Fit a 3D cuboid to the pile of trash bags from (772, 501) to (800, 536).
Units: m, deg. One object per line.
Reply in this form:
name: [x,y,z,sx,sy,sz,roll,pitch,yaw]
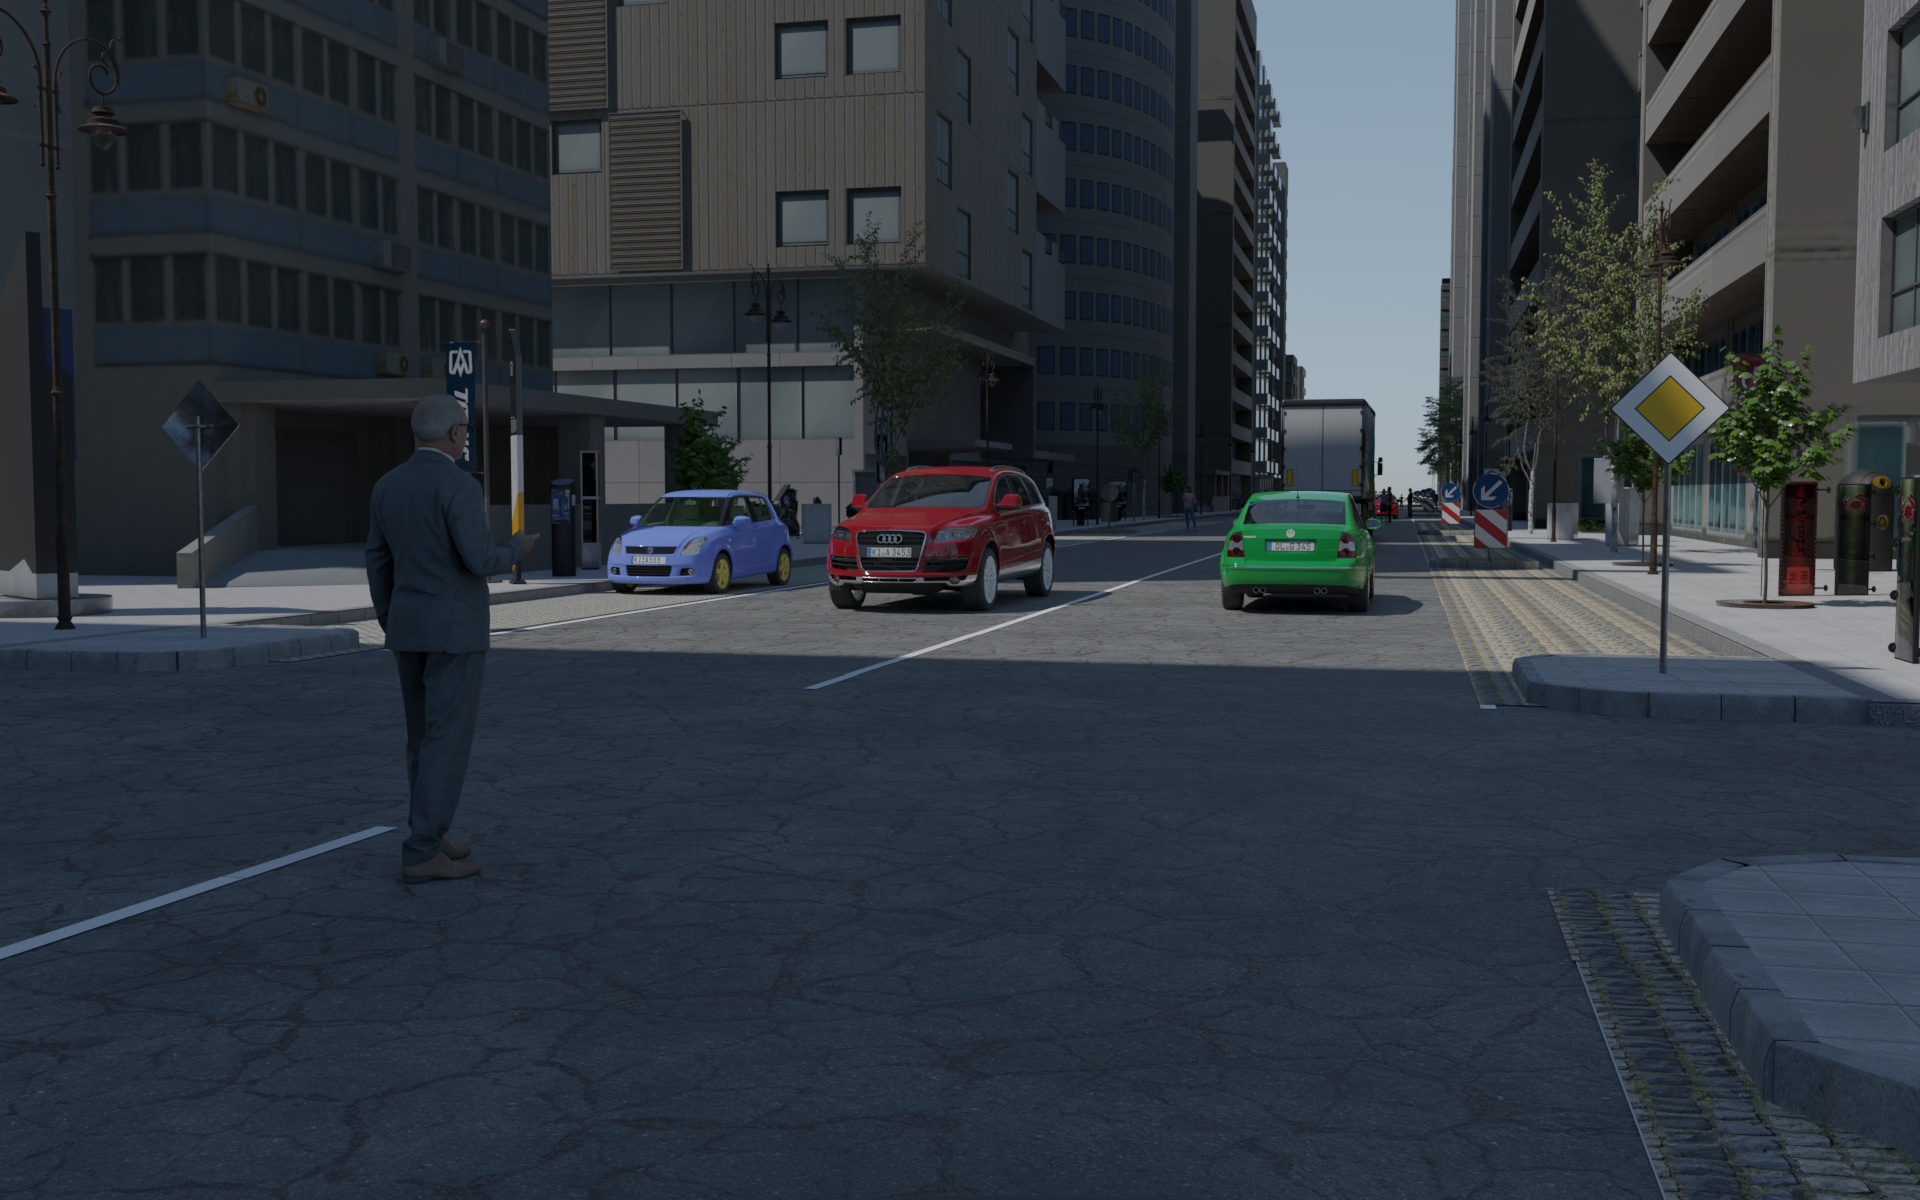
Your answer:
pile of trash bags: [-6.683,-2.628,52.720,3.447,1.369,1.912,-2,4,-23]

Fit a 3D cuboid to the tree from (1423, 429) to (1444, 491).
tree: [48.289,-13.610,172.880,4.360,8.622,3.978,0,3,0]

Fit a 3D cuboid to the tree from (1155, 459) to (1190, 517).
tree: [12.138,-6.315,97.846,1.663,3.219,1.824,0,3,0]

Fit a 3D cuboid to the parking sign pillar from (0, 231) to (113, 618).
parking sign pillar: [-9.882,-1.833,18.447,1.447,3.967,1.447,3,5,45]

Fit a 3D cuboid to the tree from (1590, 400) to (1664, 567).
tree: [12.362,-2.222,30.929,1.663,3.219,1.824,0,3,0]

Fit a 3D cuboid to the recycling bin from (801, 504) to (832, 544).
recycling bin: [-3.727,-1.984,44.992,0.722,1.027,0.722,-1,4,-10]

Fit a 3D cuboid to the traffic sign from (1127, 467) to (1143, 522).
traffic sign: [8.058,-4.891,80.077,0.768,2.556,0.104,2,4,24]

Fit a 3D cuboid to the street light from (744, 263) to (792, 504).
street light: [-3.839,-3.797,34.861,0.468,5.910,1.993,1,4,14]

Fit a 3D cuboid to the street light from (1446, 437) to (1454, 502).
street light: [39.744,-10.208,139.689,0.468,5.910,1.993,1,4,14]

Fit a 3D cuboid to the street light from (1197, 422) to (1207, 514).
street light: [15.259,-8.359,109.457,0.468,5.910,1.993,1,4,14]

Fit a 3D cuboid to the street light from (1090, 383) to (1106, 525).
street light: [5.731,-6.075,72.115,0.468,5.910,1.993,1,4,14]

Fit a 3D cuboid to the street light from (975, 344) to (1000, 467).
street light: [0.850,-4.933,53.444,0.468,5.910,1.993,1,4,14]

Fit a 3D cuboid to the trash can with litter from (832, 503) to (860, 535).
trash can with litter: [-3.344,-2.473,51.820,1.055,1.170,0.624,2,4,27]

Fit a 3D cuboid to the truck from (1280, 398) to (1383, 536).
truck: [12.181,-4.133,56.485,2.839,4.237,11.283,1,4,15]

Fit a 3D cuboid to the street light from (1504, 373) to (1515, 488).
street light: [20.767,-5.670,65.491,0.468,5.910,1.993,1,4,14]

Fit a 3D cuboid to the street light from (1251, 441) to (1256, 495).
street light: [24.939,-10.686,147.502,0.468,5.910,1.993,1,4,14]

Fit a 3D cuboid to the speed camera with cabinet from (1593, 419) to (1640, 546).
speed camera with cabinet: [16.157,-2.952,42.597,0.660,3.252,2.038,3,4,36]

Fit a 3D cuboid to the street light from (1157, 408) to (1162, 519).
street light: [10.414,-7.199,90.490,0.468,5.910,1.993,1,4,14]

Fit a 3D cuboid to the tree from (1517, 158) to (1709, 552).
tree: [14.361,-5.351,37.848,4.737,8.622,4.395,0,3,0]

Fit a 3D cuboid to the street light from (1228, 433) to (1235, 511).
street light: [20.007,-9.495,128.024,0.468,5.910,1.993,1,4,14]

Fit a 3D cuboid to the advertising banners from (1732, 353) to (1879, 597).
advertising banners: [10.541,-1.559,21.675,2.074,3.025,0.090,-1,4,-8]

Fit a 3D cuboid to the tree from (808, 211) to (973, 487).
tree: [-1.838,-5.853,46.066,4.737,8.622,4.395,0,3,0]

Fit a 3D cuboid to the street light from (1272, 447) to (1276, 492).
street light: [30.897,-12.109,170.770,0.468,5.910,1.993,1,4,14]

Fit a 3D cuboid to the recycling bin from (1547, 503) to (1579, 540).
recycling bin: [16.901,-2.202,48.563,0.722,1.027,0.722,2,4,29]

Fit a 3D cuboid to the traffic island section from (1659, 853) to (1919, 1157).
traffic island section: [3.079,1.077,4.674,2.009,0.180,2.903,1,4,14]

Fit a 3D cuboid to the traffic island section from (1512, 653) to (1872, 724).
traffic island section: [5.056,0.604,12.411,2.009,0.180,2.903,1,4,14]

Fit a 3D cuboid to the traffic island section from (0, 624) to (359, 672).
traffic island section: [-6.756,0.419,15.423,2.009,0.180,2.903,1,4,14]

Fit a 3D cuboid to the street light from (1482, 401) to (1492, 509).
street light: [25.582,-6.817,84.247,0.468,5.910,1.993,1,4,14]

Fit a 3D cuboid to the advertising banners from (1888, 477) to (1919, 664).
advertising banners: [7.108,-0.996,12.478,0.090,3.025,2.074,1,4,12]

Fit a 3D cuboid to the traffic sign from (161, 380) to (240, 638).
traffic sign: [-6.731,-0.716,15.355,0.795,2.450,0.064,1,4,14]

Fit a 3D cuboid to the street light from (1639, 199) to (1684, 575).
street light: [11.059,-3.344,27.457,0.468,5.910,1.993,1,4,14]

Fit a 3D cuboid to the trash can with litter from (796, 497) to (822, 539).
trash can with litter: [-4.224,-2.354,49.552,1.678,1.210,2.233,0,4,1]

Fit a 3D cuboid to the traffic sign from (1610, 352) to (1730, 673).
traffic sign: [5.031,-0.532,12.340,0.795,2.450,0.064,1,4,14]

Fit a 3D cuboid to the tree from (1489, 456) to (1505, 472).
tree: [27.491,-5.734,88.359,1.663,3.219,1.824,0,3,0]

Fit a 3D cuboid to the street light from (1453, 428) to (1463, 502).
street light: [34.919,-9.063,120.968,0.468,5.910,1.993,1,4,14]

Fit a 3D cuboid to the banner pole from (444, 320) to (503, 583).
banner pole: [-7.050,-2.141,25.029,0.863,3.779,0.401,1,4,15]

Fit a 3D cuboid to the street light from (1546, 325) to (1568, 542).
street light: [15.870,-4.486,46.136,0.468,5.910,1.993,1,4,14]

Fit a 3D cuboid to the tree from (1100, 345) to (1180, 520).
tree: [9.112,-8.317,86.339,4.737,8.622,4.395,0,3,0]

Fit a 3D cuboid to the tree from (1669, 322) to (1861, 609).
tree: [9.293,-1.528,19.591,1.663,3.219,1.824,0,3,0]

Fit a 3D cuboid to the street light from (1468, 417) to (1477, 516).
street light: [30.262,-7.926,102.377,0.468,5.910,1.993,1,4,14]

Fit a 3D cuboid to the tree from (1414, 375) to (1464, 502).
tree: [47.438,-15.146,165.769,7.486,12.596,7.792,0,3,0]

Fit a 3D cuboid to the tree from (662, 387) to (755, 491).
tree: [-4.765,-2.249,31.375,1.663,3.219,1.824,0,3,0]

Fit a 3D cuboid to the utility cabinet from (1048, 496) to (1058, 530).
utility cabinet: [3.310,-3.082,61.558,0.306,1.237,1.020,0,4,5]

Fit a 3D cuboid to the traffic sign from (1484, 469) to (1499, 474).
traffic sign: [21.423,-4.142,69.849,0.606,2.300,0.079,2,4,23]

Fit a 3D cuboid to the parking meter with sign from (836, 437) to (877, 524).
parking meter with sign: [-2.933,-3.503,53.541,1.738,3.016,0.543,-1,4,-16]

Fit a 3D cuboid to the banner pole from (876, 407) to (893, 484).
banner pole: [-2.123,-3.655,49.775,0.863,3.779,0.401,3,5,43]

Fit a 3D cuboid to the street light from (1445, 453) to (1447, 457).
street light: [44.528,-11.343,158.247,0.468,5.910,1.993,1,4,14]

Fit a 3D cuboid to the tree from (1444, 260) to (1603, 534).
tree: [18.500,-6.441,55.679,4.360,8.622,3.978,0,3,0]

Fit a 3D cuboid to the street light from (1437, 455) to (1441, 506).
street light: [50.522,-12.801,182.091,0.468,5.910,1.993,1,4,14]

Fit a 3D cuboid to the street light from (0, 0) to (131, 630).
street light: [-8.502,-2.660,16.273,0.468,5.910,1.993,1,4,14]
